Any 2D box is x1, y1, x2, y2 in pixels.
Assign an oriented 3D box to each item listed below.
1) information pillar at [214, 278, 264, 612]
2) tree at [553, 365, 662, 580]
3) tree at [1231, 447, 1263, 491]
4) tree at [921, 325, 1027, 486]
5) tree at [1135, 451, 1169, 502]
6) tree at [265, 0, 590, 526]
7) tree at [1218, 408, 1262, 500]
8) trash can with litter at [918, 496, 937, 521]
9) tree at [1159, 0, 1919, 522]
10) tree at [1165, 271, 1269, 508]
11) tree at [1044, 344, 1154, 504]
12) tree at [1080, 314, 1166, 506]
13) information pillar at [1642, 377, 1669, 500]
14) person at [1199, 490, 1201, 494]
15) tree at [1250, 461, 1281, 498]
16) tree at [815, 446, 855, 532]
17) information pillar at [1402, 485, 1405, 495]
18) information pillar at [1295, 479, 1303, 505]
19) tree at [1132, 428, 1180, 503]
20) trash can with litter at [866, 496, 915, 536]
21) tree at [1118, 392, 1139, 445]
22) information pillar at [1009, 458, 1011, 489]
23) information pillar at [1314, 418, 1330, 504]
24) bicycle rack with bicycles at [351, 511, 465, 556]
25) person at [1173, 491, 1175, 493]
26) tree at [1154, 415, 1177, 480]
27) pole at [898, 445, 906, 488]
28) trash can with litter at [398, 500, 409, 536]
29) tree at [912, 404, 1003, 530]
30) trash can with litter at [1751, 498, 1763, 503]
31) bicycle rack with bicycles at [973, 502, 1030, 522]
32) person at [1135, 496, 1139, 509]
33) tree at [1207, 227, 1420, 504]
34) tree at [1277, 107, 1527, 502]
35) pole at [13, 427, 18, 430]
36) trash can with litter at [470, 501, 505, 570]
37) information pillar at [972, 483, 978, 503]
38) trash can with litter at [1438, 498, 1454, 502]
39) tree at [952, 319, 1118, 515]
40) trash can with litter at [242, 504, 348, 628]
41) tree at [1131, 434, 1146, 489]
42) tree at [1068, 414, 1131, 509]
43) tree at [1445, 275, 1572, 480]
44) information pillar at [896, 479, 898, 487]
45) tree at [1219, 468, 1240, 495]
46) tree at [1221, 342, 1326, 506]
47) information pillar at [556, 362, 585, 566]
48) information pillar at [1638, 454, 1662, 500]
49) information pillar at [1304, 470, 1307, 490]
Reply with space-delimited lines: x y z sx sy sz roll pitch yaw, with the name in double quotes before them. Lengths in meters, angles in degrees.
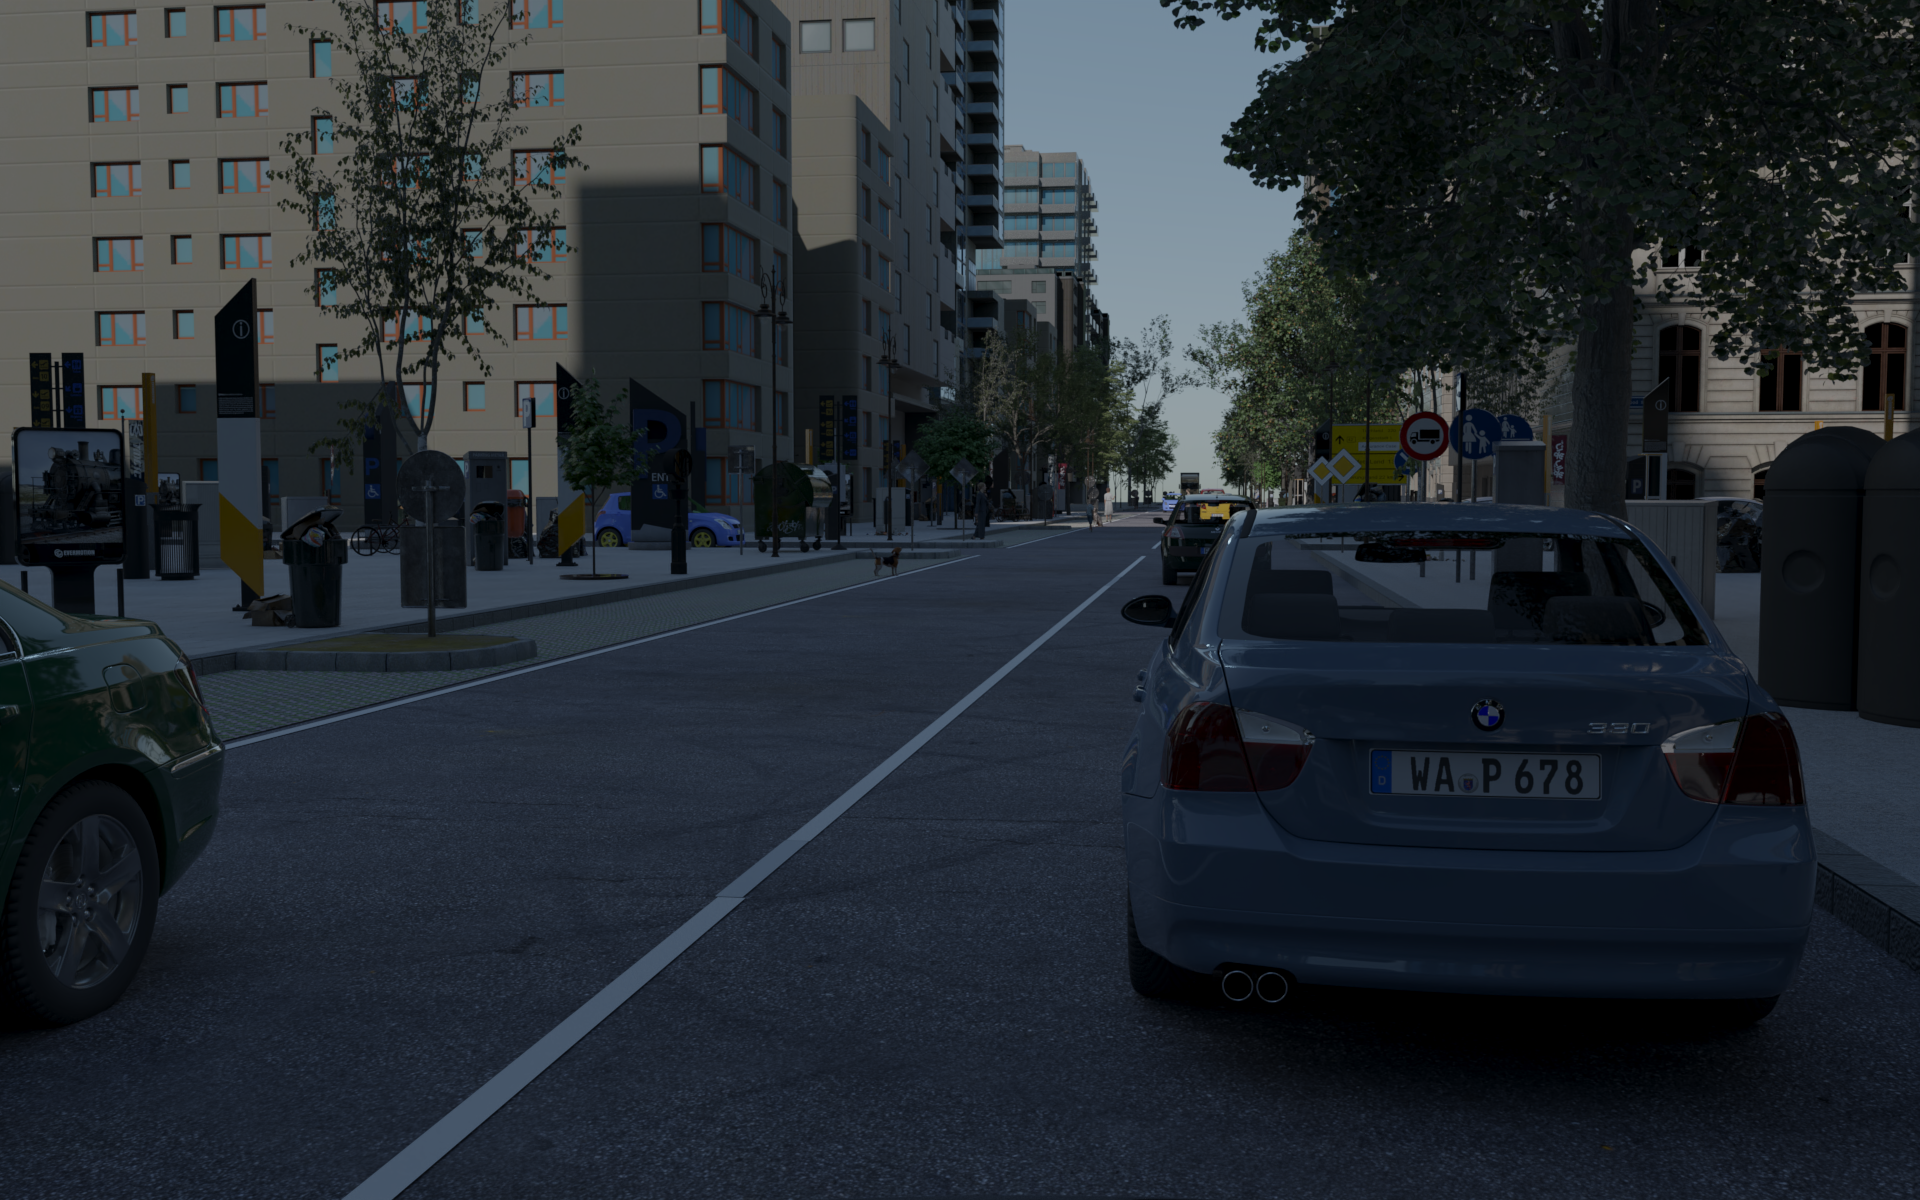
"information pillar" -7.854 -1.685 18.902 0.504 3.616 0.183 1 4 12
"tree" -5.557 -1.924 26.065 1.663 3.219 1.824 0 3 0
"tree" 23.955 -11.612 140.222 4.360 8.622 3.978 0 3 0
"tree" 0.767 -7.631 75.135 4.360 8.622 3.978 0 3 0
"tree" 30.655 -19.594 270.718 4.360 8.622 3.978 0 3 0
"tree" -6.874 -4.388 22.105 4.360 8.622 3.978 0 3 0
"tree" 31.493 -15.864 185.128 9.928 11.665 9.643 0 3 0
"trash can with litter" -1.477 -4.304 81.761 0.624 1.170 1.055 3 5 40
"tree" 5.375 -6.589 14.386 9.857 13.997 8.962 0 3 0
"tree" 25.076 -17.978 149.832 12.611 20.169 13.585 0 3 0
"tree" 9.954 -13.055 131.575 7.486 12.596 7.792 0 3 0
"tree" 19.083 -19.936 181.835 12.611 20.169 13.585 0 3 0
"information pillar" 14.003 -2.663 34.897 0.504 3.616 0.183 1 4 8
"person" 24.814 -10.407 178.738 1.350 1.814 0.705 -1 4 -12
"tree" 23.523 -8.987 130.643 4.285 4.588 4.351 0 3 0
"tree" -4.600 -3.965 59.433 1.663 3.219 1.824 0 3 0
"information pillar" 21.993 -5.781 85.876 0.183 3.616 0.504 0 4 3
"information pillar" 16.786 -4.975 85.828 0.304 2.012 0.304 -1 4 -19
"tree" 29.346 -20.649 263.368 9.928 11.665 9.643 0 3 0
"trash can with litter" -2.091 -2.641 54.235 1.678 1.210 2.233 1 4 8
"tree" 6.615 -10.445 105.186 8.767 10.594 7.601 0 4 -2
"information pillar" 3.228 -7.404 112.408 0.183 3.616 0.504 1 4 8
"information pillar" 11.192 -3.799 53.468 0.504 3.616 0.183 -1 4 -17
"bicycle rack with bicycles" -11.654 -1.451 37.103 2.925 0.926 2.852 -2 4 -26
"person" 22.376 -10.513 181.096 1.217 1.735 0.721 0 4 -8
"tree" 23.677 -18.501 220.622 7.486 12.596 7.792 0 3 0
"pole" -2.344 -4.745 71.419 0.158 3.312 0.155 0 3 0
"trash can with litter" -16.482 -2.376 50.234 0.624 1.170 1.055 3 5 42
"tree" -0.076 -4.847 62.969 4.285 4.588 4.351 0 3 0
"trash can with litter" 20.775 -2.023 44.458 0.624 1.170 1.055 -2 4 -28
"bicycle rack with bicycles" 2.073 -4.088 80.226 2.925 0.926 2.852 -3 4 -38
"person" 15.204 -8.390 148.915 0.421 1.427 0.697 0 4 1
"tree" 15.069 -9.565 73.401 9.611 12.733 9.660 0 3 0
"tree" 8.122 -4.944 31.190 4.737 8.622 4.395 0 3 0
"pole" -28.684 -3.601 52.720 0.158 3.312 0.155 0 3 0
"trash can with litter" -8.035 -1.089 29.198 0.624 1.170 1.055 -2 4 -26
"information pillar" 0.943 -6.431 109.640 0.304 2.012 0.304 -3 5 -44
"trash can with litter" 13.545 -2.303 49.038 0.624 1.170 1.055 -1 4 -11
"tree" 3.492 -9.602 91.405 8.767 10.594 7.601 1 4 10
"trash can with litter" -6.456 -0.327 16.727 1.055 1.170 0.624 1 4 18
"tree" 13.829 -12.325 151.880 4.737 8.622 4.395 0 3 0
"tree" 10.777 -11.591 139.882 4.737 8.622 4.395 0 3 0
"tree" 17.197 -6.393 54.881 4.360 8.622 3.978 0 3 0
"information pillar" -2.925 -4.763 82.362 0.304 2.012 0.304 1 4 16
"tree" 43.986 -21.530 270.140 7.486 12.596 7.792 0 3 0
"tree" 19.407 -10.420 104.784 8.767 10.594 7.601 3 4 37
"information pillar" -6.904 -2.404 30.662 0.504 3.616 0.183 1 4 10
"information pillar" 12.657 -1.672 31.824 0.304 2.012 0.304 -1 4 -11
"information pillar" 23.788 -7.850 119.703 0.183 3.616 0.504 -2 4 -27
